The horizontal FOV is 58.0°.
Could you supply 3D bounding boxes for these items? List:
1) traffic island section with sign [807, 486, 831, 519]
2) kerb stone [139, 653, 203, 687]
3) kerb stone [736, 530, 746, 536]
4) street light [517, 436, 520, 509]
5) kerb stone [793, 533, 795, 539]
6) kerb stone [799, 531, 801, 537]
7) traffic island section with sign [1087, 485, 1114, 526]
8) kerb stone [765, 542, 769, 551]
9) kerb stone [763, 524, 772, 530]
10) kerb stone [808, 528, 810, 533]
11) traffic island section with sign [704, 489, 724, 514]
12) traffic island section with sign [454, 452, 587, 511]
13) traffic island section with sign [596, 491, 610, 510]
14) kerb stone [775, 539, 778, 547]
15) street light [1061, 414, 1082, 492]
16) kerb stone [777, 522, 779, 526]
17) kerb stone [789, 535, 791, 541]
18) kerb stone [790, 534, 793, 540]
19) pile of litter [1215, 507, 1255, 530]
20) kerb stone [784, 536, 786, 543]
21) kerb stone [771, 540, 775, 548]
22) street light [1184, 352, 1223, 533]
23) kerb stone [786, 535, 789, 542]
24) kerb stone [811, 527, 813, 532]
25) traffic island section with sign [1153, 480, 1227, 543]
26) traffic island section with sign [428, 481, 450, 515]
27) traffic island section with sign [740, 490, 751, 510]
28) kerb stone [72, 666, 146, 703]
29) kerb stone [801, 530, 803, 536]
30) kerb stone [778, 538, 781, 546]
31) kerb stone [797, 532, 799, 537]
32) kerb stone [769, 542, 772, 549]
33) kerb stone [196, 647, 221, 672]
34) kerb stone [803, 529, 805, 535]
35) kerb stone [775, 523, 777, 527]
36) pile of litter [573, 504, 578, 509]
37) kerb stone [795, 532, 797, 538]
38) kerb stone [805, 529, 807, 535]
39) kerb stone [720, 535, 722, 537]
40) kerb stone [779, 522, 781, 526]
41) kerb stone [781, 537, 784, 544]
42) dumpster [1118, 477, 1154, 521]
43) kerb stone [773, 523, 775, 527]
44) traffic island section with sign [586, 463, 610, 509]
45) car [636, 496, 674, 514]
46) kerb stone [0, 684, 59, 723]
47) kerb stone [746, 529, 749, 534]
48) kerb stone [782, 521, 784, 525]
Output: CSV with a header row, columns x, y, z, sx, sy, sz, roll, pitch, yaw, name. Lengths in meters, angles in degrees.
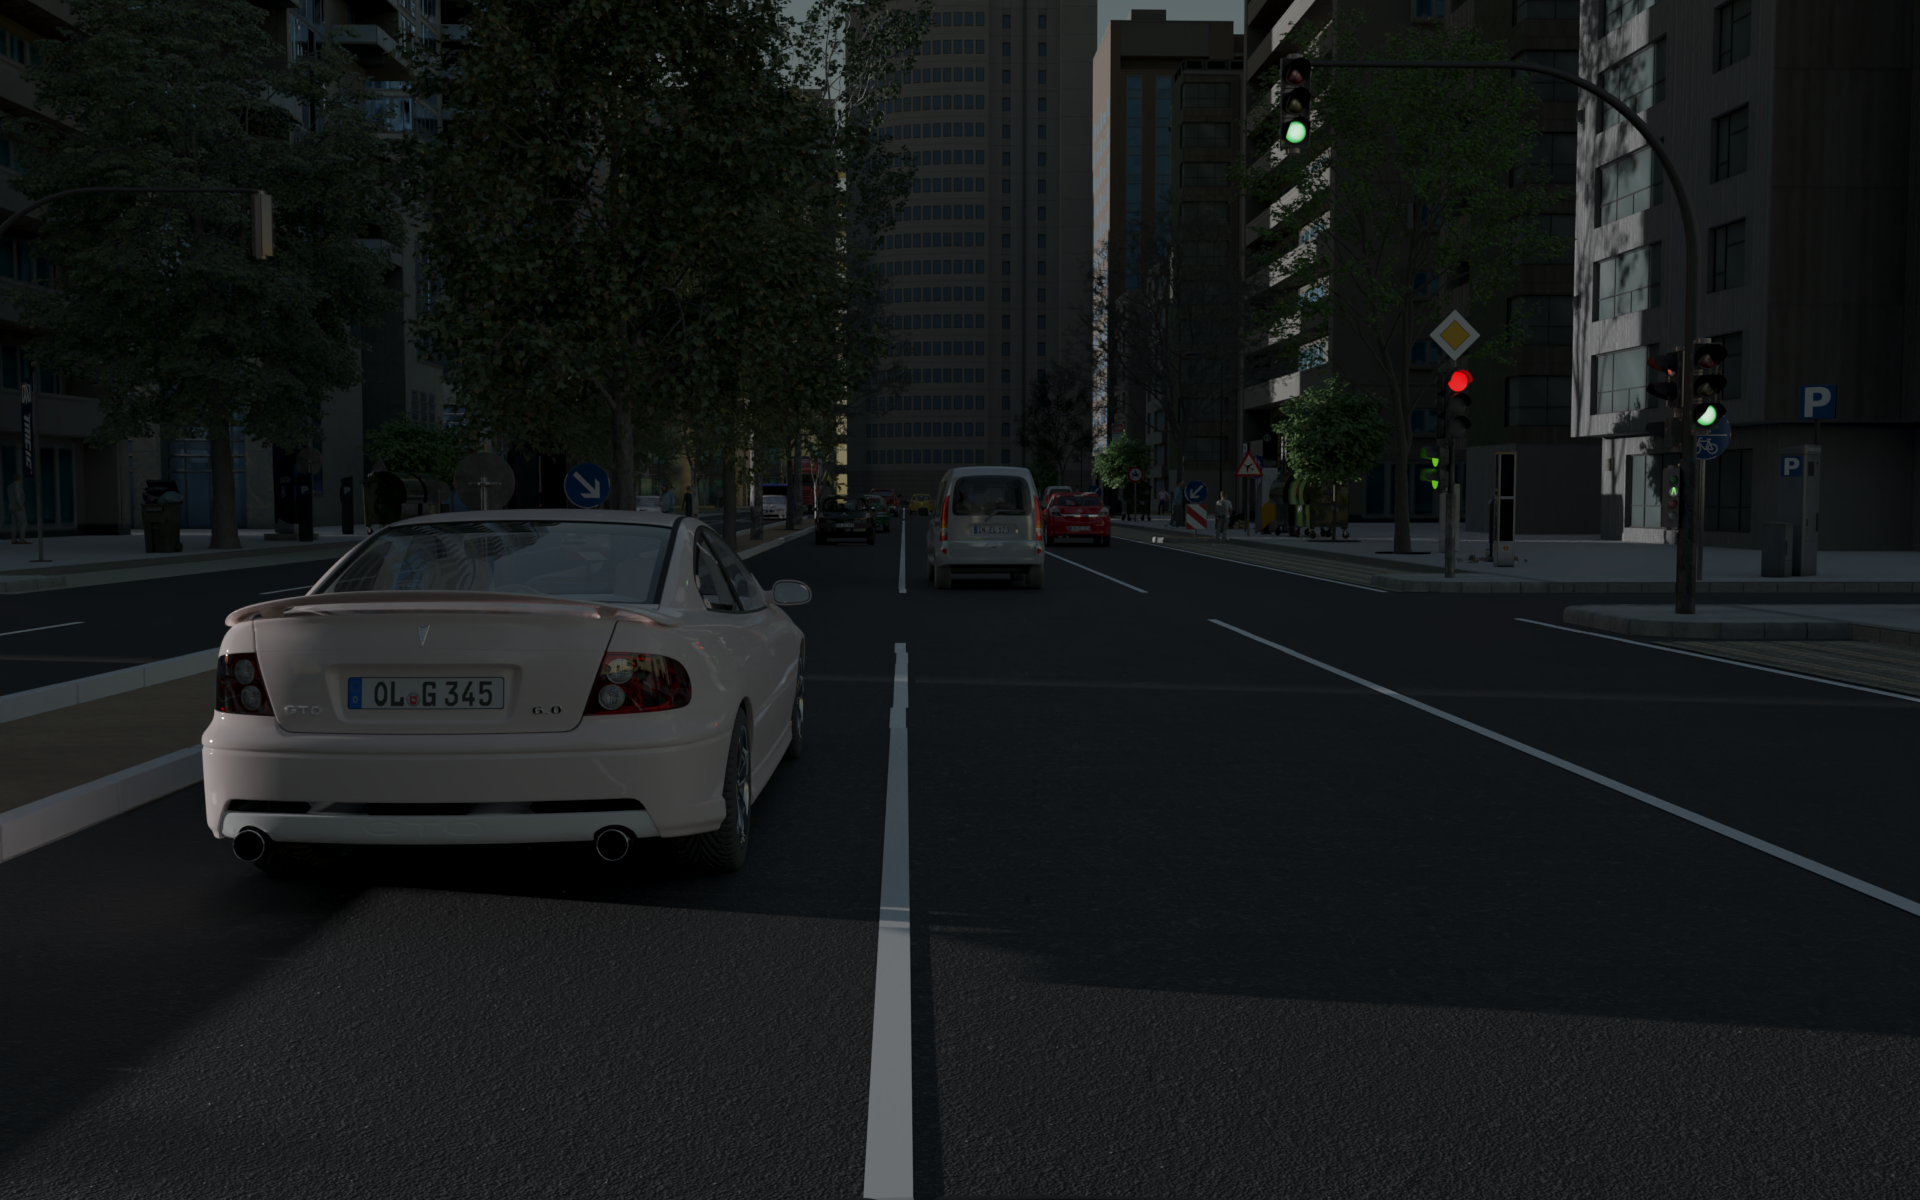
x,y,z,sx,sy,sz,roll,pitch,yaw,name
-7.854,-5.675,100.915,2.006,1.907,1.989,0,4,-2,traffic island section with sign
-6.089,0.546,13.276,0.120,0.150,1.000,0,4,-2,kerb stone
-7.588,-2.309,59.955,0.120,0.150,1.000,0,4,-2,kerb stone
-17.716,-6.054,71.518,1.470,5.913,1.316,0,4,-2,street light
-5.293,-1.936,53.861,0.120,0.150,1.000,0,4,-2,kerb stone
-5.394,-2.125,56.939,0.120,0.150,1.000,0,4,-2,kerb stone
5.875,-4.249,78.098,1.989,1.847,2.006,0,4,-2,traffic island section with sign
-4.961,-1.310,43.610,0.120,0.150,1.000,0,4,-2,kerb stone
-7.952,-2.995,71.212,0.120,0.150,1.000,0,4,-2,kerb stone
-5.551,-2.438,62.063,0.120,0.150,1.000,0,4,-2,kerb stone
-17.745,-7.275,127.577,1.989,1.847,2.006,0,4,-2,traffic island section with sign
-5.200,-0.628,18.412,2.006,1.907,1.989,0,4,-2,traffic island section with sign
-16.163,-4.264,78.336,1.989,1.847,2.006,0,4,-2,traffic island section with sign
-5.059,-1.493,46.693,0.120,0.150,1.000,0,4,-2,kerb stone
6.554,-7.862,101.088,1.470,5.913,1.316,0,4,-2,street light
-8.080,-3.249,75.313,0.120,0.150,1.000,0,4,-2,kerb stone
-5.226,-1.811,51.812,0.120,0.150,1.000,0,4,-2,kerb stone
-5.263,-1.874,52.835,0.120,0.150,1.000,0,4,-2,kerb stone
10.022,-3.010,63.185,1.719,0.858,1.176,-1,4,-15,pile of litter
-5.166,-1.683,49.760,0.120,0.150,1.000,0,4,-2,kerb stone
-5.037,-1.429,45.658,0.120,0.150,1.000,0,4,-2,kerb stone
8.029,-5.156,56.835,1.470,5.913,1.316,0,4,-2,street light
-5.195,-1.749,50.790,0.120,0.150,1.000,0,4,-2,kerb stone
-5.628,-2.564,64.121,0.120,0.150,1.000,0,4,-2,kerb stone
6.744,-2.601,51.157,1.989,1.847,2.006,0,4,-2,traffic island section with sign
-15.269,-2.559,50.461,1.989,1.847,2.006,0,4,-2,traffic island section with sign
-18.616,-8.934,154.705,1.989,1.847,2.006,0,4,-2,traffic island section with sign
-6.059,0.608,12.255,0.120,0.150,1.000,0,4,-2,kerb stone
-5.429,-2.187,57.960,0.120,0.150,1.000,0,4,-2,kerb stone
-5.094,-1.561,47.714,0.120,0.150,1.000,0,4,-2,kerb stone
-5.359,-2.061,55.909,0.120,0.150,1.000,0,4,-2,kerb stone
-5.000,-1.365,44.637,0.120,0.150,1.000,0,4,-2,kerb stone
-6.131,0.483,14.297,0.120,0.150,1.000,0,4,-2,kerb stone
-5.460,-2.250,58.984,0.120,0.150,1.000,0,4,-2,kerb stone
-8.058,-3.186,74.291,0.120,0.150,1.000,0,4,-2,kerb stone
-19.997,-4.728,91.264,1.719,0.858,1.176,-3,5,-40,pile of litter
-5.322,-1.999,54.887,0.120,0.150,1.000,0,4,-2,kerb stone
-5.494,-2.312,60.014,0.120,0.150,1.000,0,4,-2,kerb stone
-7.427,-1.988,54.826,0.120,0.150,1.000,0,4,-2,kerb stone
-8.113,-3.308,76.335,0.120,0.150,1.000,0,4,-2,kerb stone
-5.119,-1.623,48.738,0.120,0.150,1.000,0,4,-2,kerb stone
8.388,-4.899,82.600,1.502,2.255,1.985,0,4,-2,dumpster
-8.019,-3.123,73.264,0.120,0.150,1.000,0,4,-2,kerb stone
-5.429,-1.081,25.816,2.006,1.907,1.989,0,4,-2,traffic island section with sign
-13.305,-3.742,73.550,2.083,1.381,4.827,0,4,0,car
-6.028,0.670,11.233,0.120,0.150,1.000,0,4,-2,kerb stone
-7.620,-2.372,60.979,0.120,0.150,1.000,0,4,-2,kerb stone
-8.177,-3.436,78.380,0.120,0.150,1.000,0,4,-2,kerb stone
